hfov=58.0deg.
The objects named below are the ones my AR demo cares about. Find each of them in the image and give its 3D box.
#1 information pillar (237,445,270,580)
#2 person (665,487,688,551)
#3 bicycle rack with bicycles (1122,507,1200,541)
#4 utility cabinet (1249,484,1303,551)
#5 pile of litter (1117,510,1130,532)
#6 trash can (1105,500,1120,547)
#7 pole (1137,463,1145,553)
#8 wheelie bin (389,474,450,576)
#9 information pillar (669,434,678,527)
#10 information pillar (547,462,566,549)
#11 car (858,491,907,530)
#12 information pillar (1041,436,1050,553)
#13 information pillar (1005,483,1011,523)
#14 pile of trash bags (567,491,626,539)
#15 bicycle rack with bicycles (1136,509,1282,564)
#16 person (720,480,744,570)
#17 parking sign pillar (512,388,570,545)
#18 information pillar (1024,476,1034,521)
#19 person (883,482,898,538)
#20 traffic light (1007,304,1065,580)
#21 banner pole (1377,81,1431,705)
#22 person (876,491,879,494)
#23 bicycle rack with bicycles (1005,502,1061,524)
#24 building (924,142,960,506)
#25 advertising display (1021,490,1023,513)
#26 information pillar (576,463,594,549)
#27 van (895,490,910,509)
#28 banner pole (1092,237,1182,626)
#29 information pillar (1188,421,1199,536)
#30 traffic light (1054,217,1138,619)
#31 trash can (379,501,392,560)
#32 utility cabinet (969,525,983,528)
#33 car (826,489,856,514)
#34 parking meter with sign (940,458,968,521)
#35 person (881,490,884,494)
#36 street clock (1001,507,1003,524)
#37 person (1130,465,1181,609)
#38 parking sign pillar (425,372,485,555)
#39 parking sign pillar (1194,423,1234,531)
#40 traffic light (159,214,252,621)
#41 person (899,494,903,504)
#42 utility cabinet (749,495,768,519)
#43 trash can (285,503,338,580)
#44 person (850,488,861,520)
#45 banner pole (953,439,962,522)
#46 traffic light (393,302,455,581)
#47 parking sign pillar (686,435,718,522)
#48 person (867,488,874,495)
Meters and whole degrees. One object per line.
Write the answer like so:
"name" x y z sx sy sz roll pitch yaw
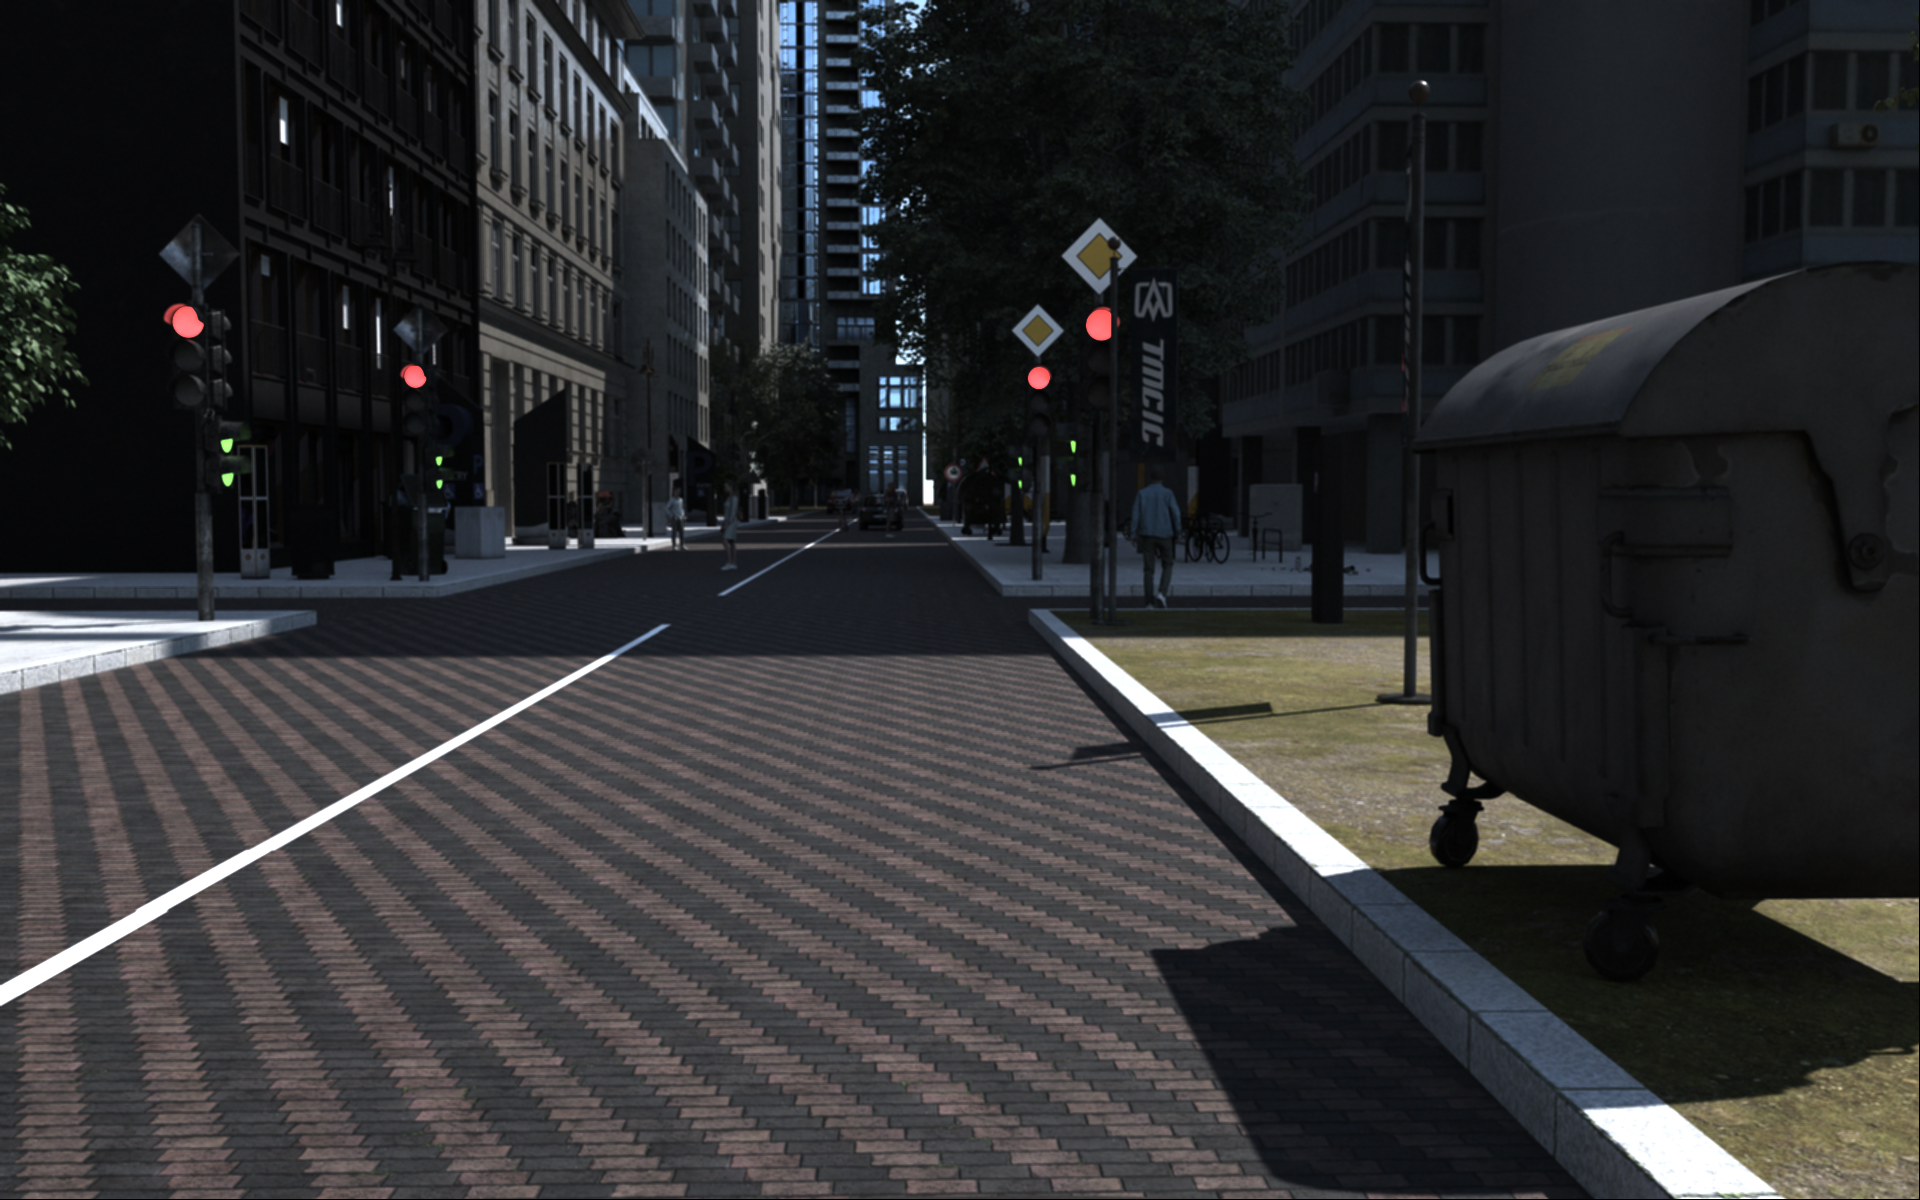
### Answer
"information pillar" -10.634 -1.321 26.085 0.304 2.012 0.304 1 4 19
"person" -7.204 -2.061 44.013 0.589 1.601 0.330 -3 5 -39
"bicycle rack with bicycles" 5.833 -2.121 48.064 2.925 0.926 2.852 -1 4 -22
"utility cabinet" 7.106 -1.856 39.028 1.173 1.500 0.318 3 4 37
"pile of litter" 5.510 -2.787 59.538 1.176 0.858 1.719 2 4 24
"trash can" 3.485 -1.844 41.797 0.748 1.137 0.748 0 3 0
"pole" 3.906 -2.663 37.379 0.158 3.312 0.155 0 3 0
"wheelie bin" -8.618 -1.200 27.531 0.693 1.594 0.980 3 5 42
"information pillar" -11.116 -4.643 67.274 0.183 3.616 0.504 -3 5 -44
"information pillar" -9.376 -2.188 40.265 0.304 2.012 0.304 1 4 18
"car" -3.161 -3.688 70.087 2.009 1.686 4.222 0 4 -1
"information pillar" 1.850 -2.837 37.735 0.183 3.616 0.504 -1 4 -12
"information pillar" 2.108 -5.301 78.027 0.504 3.616 0.183 0 4 -3
"pile of trash bags" -10.801 -2.539 51.260 1.912 1.369 3.447 0 4 1
"bicycle rack with bicycles" 4.967 -1.201 33.014 2.852 0.926 2.925 0 4 1
"person" -4.363 -1.434 32.948 0.522 1.701 0.512 -2 4 -24
"parking sign pillar" -10.660 -3.393 43.942 1.447 3.967 1.447 -1 4 -20
"information pillar" 3.293 -5.583 82.632 0.504 3.616 0.183 -1 4 -8
"person" -2.280 -2.984 57.265 0.573 1.828 0.580 -2 4 -28
"traffic light" 1.129 -2.250 25.708 0.839 4.253 0.868 0 4 -2
"banner pole" 2.816 -1.273 10.838 0.401 3.779 0.863 0 4 8
"person" -7.978 -9.676 167.364 0.551 1.740 0.621 3 4 37
"bicycle rack with bicycles" 3.341 -3.862 76.530 2.925 0.926 2.852 -3 4 -38
"building" 3.084 -31.249 194.522 14.086 41.232 14.154 0 4 -2
"advertising display" 1.957 -3.196 57.464 0.123 1.923 0.974 1 4 12
"information pillar" -8.802 -2.215 40.708 0.304 2.012 0.304 -2 4 -34
"van" -5.837 -9.722 165.969 2.013 2.044 4.112 0 4 -1
"banner pole" 1.731 -1.647 16.944 0.863 3.779 0.401 0 4 2
"information pillar" 6.961 -3.694 51.749 0.183 3.616 0.504 -1 4 -23
"traffic light" 1.394 -1.762 17.727 0.839 4.253 0.868 0 4 -2
"trash can" -11.033 -1.370 34.060 0.748 1.137 0.748 0 3 0
"utility cabinet" 0.611 -3.318 65.416 0.306 1.237 1.020 -1 4 -18
"car" -8.593 -7.161 125.753 2.281 1.827 5.304 0 4 -2
"parking meter with sign" -0.333 -5.356 83.836 0.543 3.016 1.738 2 4 34
"person" -6.678 -8.578 149.428 1.217 1.739 0.721 0 4 3
"street clock" 1.728 -4.214 73.462 0.358 2.002 0.471 0 4 -7
"person" 2.385 -0.750 21.105 0.601 1.785 0.444 1 4 14
"parking sign pillar" -10.903 -2.987 37.312 1.447 3.967 1.447 1 4 23
"parking sign pillar" 9.001 -4.455 61.305 1.447 3.967 1.447 2 4 29
"traffic light" -7.611 -1.743 17.413 0.839 4.253 0.868 0 4 -2
"person" -5.413 -8.858 156.544 0.599 1.433 0.991 0 4 5
"utility cabinet" -10.445 -4.802 89.673 1.020 1.237 0.306 0 4 -3
"trash can" -9.757 -0.883 26.098 0.748 1.137 0.748 0 3 0
"person" -5.936 -5.415 97.626 0.593 1.750 0.643 -2 4 -29
"banner pole" -0.183 -5.461 79.304 0.401 3.779 0.863 -1 4 -23
"traffic light" -7.876 -2.231 25.394 0.839 4.253 0.868 0 4 -2
"parking sign pillar" -11.794 -5.537 79.010 1.447 3.967 1.447 0 4 1
"person" -5.256 -5.713 102.364 0.683 1.767 0.568 1 4 17
